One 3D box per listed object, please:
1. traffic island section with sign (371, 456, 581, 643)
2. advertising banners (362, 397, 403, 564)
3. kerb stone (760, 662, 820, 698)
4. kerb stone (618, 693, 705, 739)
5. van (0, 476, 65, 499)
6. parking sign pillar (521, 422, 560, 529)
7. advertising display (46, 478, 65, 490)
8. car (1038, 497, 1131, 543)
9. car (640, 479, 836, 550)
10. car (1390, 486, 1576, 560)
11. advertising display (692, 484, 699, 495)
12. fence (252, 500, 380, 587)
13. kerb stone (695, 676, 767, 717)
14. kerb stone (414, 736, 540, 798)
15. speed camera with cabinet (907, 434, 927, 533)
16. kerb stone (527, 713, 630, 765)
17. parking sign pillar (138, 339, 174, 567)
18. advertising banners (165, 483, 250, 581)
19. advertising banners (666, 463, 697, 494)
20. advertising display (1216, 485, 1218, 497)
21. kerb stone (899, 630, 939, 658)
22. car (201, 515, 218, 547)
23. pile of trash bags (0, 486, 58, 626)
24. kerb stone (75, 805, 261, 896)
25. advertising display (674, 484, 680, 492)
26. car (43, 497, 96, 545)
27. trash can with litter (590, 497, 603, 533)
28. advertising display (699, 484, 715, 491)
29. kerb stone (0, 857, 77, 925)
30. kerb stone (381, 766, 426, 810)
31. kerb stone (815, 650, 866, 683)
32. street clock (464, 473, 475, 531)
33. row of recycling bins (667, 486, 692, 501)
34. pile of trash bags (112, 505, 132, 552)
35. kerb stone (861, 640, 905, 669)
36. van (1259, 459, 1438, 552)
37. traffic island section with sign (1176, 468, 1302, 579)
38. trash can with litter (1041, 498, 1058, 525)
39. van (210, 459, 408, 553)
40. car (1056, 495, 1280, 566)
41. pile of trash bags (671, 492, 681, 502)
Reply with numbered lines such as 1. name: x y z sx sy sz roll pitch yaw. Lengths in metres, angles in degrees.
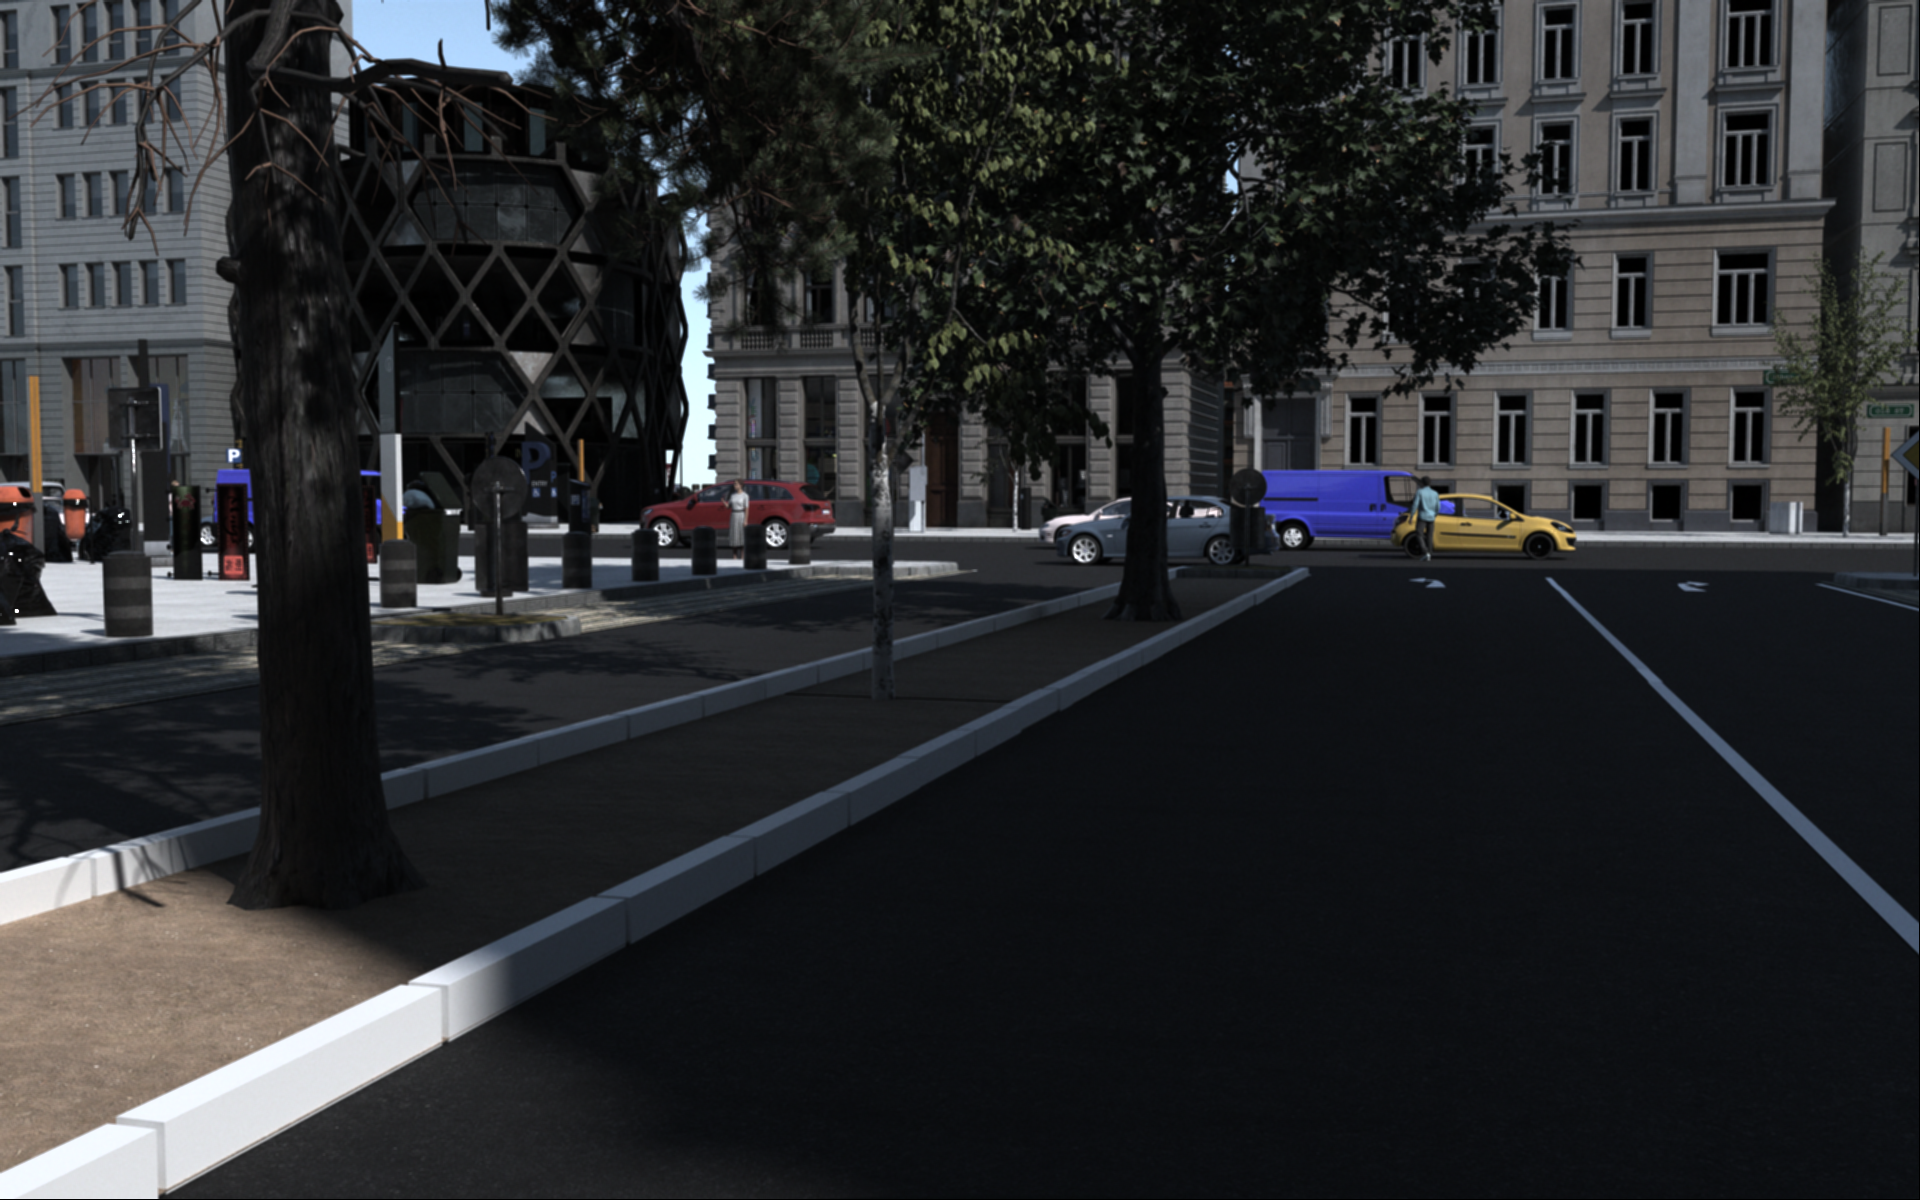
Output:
1. traffic island section with sign: -4.963 -0.545 17.531 1.989 1.847 2.006 1 4 16
2. advertising banners: -10.973 -2.187 31.945 2.074 3.025 0.090 2 4 30
3. kerb stone: -1.267 0.591 12.535 0.120 0.150 1.000 1 4 16
4. kerb stone: -1.836 0.713 10.565 0.120 0.150 1.000 1 4 16
5. van: -32.177 -3.143 58.402 4.112 2.044 2.013 1 4 16
6. parking sign pillar: -15.604 -4.632 64.201 1.447 3.967 1.447 1 4 22
7. advertising display: -37.564 -4.081 71.938 0.974 1.923 0.123 2 4 25
8. car: 4.434 -2.005 45.137 4.827 1.381 2.083 1 4 16
9. car: -5.942 -2.276 45.893 5.304 1.827 2.281 1 4 15
10. car: 11.675 -1.743 38.717 3.980 1.641 2.015 1 4 15
11. advertising display: -17.403 -6.663 114.148 0.123 1.923 0.974 1 4 15
12. fence: -9.181 -0.831 24.789 0.480 1.192 2.264 1 4 17
13. kerb stone: -1.549 0.652 11.550 0.120 0.150 1.000 1 4 16
14. kerb stone: -2.404 0.833 8.591 0.120 0.150 1.000 1 4 16
15. speed camera with cabinet: -1.434 -3.871 57.619 0.660 3.252 2.038 0 4 -2
16. kerb stone: -2.127 0.774 9.577 0.120 0.150 1.000 1 4 16
17. parking sign pillar: -14.345 -2.593 30.866 1.447 3.967 1.447 -2 4 -24
18. advertising banners: -10.802 -1.801 25.627 2.074 3.025 0.090 1 4 10
19. advertising banners: -15.824 -6.304 99.261 2.074 3.025 0.090 -1 4 -13
20. advertising display: 16.719 -6.744 115.478 0.974 1.923 0.123 2 4 25
21. kerb stone: -0.411 0.409 15.502 0.120 0.150 1.000 1 4 16
22. car: -18.750 -2.165 47.395 4.499 1.417 2.014 1 4 14
23. pile of trash bags: -10.398 -0.505 18.017 1.912 1.369 3.447 -1 4 -10
24. kerb stone: -2.971 0.956 6.619 0.120 0.150 1.000 1 4 16
25. advertising display: -18.086 -6.472 111.027 0.123 1.923 0.974 -2 4 -33
26. car: -25.512 -2.191 48.181 4.827 1.381 2.083 1 4 18
27. trash can with litter: -12.054 -2.784 56.905 0.624 1.170 1.055 -1 4 -12
28. advertising display: -16.167 -6.511 111.674 0.974 1.923 0.123 1 4 14
29. kerb stone: -3.254 1.013 5.630 0.120 0.150 1.000 1 4 16
30. kerb stone: -2.696 0.892 7.606 0.120 0.150 1.000 1 4 16
31. kerb stone: -0.979 0.531 13.518 0.120 0.150 1.000 1 4 16
32. street clock: -17.047 -3.416 60.420 0.358 2.002 0.471 2 4 28
33. row of recycling bins: -16.203 -5.267 93.230 3.534 1.692 1.069 -1 4 -20
34. pile of trash bags: -16.813 -1.421 32.986 1.912 1.369 3.447 -2 4 -27
35. kerb stone: -0.694 0.471 14.502 0.120 0.150 1.000 1 4 16
36. van: 10.238 -2.426 44.055 5.245 2.365 2.240 1 4 17
37. traffic island section with sign: 4.915 -1.342 30.078 2.006 1.907 1.989 1 4 16
38. trash can with litter: 3.043 -2.618 54.197 1.055 1.170 0.624 0 4 6
39. van: -15.505 -2.320 42.322 5.245 2.365 2.240 1 4 15
40. car: 4.164 -1.405 34.967 4.499 1.417 2.014 1 4 17
41. pile of trash bags: -13.447 -4.901 89.889 3.447 1.369 1.912 1 4 8
